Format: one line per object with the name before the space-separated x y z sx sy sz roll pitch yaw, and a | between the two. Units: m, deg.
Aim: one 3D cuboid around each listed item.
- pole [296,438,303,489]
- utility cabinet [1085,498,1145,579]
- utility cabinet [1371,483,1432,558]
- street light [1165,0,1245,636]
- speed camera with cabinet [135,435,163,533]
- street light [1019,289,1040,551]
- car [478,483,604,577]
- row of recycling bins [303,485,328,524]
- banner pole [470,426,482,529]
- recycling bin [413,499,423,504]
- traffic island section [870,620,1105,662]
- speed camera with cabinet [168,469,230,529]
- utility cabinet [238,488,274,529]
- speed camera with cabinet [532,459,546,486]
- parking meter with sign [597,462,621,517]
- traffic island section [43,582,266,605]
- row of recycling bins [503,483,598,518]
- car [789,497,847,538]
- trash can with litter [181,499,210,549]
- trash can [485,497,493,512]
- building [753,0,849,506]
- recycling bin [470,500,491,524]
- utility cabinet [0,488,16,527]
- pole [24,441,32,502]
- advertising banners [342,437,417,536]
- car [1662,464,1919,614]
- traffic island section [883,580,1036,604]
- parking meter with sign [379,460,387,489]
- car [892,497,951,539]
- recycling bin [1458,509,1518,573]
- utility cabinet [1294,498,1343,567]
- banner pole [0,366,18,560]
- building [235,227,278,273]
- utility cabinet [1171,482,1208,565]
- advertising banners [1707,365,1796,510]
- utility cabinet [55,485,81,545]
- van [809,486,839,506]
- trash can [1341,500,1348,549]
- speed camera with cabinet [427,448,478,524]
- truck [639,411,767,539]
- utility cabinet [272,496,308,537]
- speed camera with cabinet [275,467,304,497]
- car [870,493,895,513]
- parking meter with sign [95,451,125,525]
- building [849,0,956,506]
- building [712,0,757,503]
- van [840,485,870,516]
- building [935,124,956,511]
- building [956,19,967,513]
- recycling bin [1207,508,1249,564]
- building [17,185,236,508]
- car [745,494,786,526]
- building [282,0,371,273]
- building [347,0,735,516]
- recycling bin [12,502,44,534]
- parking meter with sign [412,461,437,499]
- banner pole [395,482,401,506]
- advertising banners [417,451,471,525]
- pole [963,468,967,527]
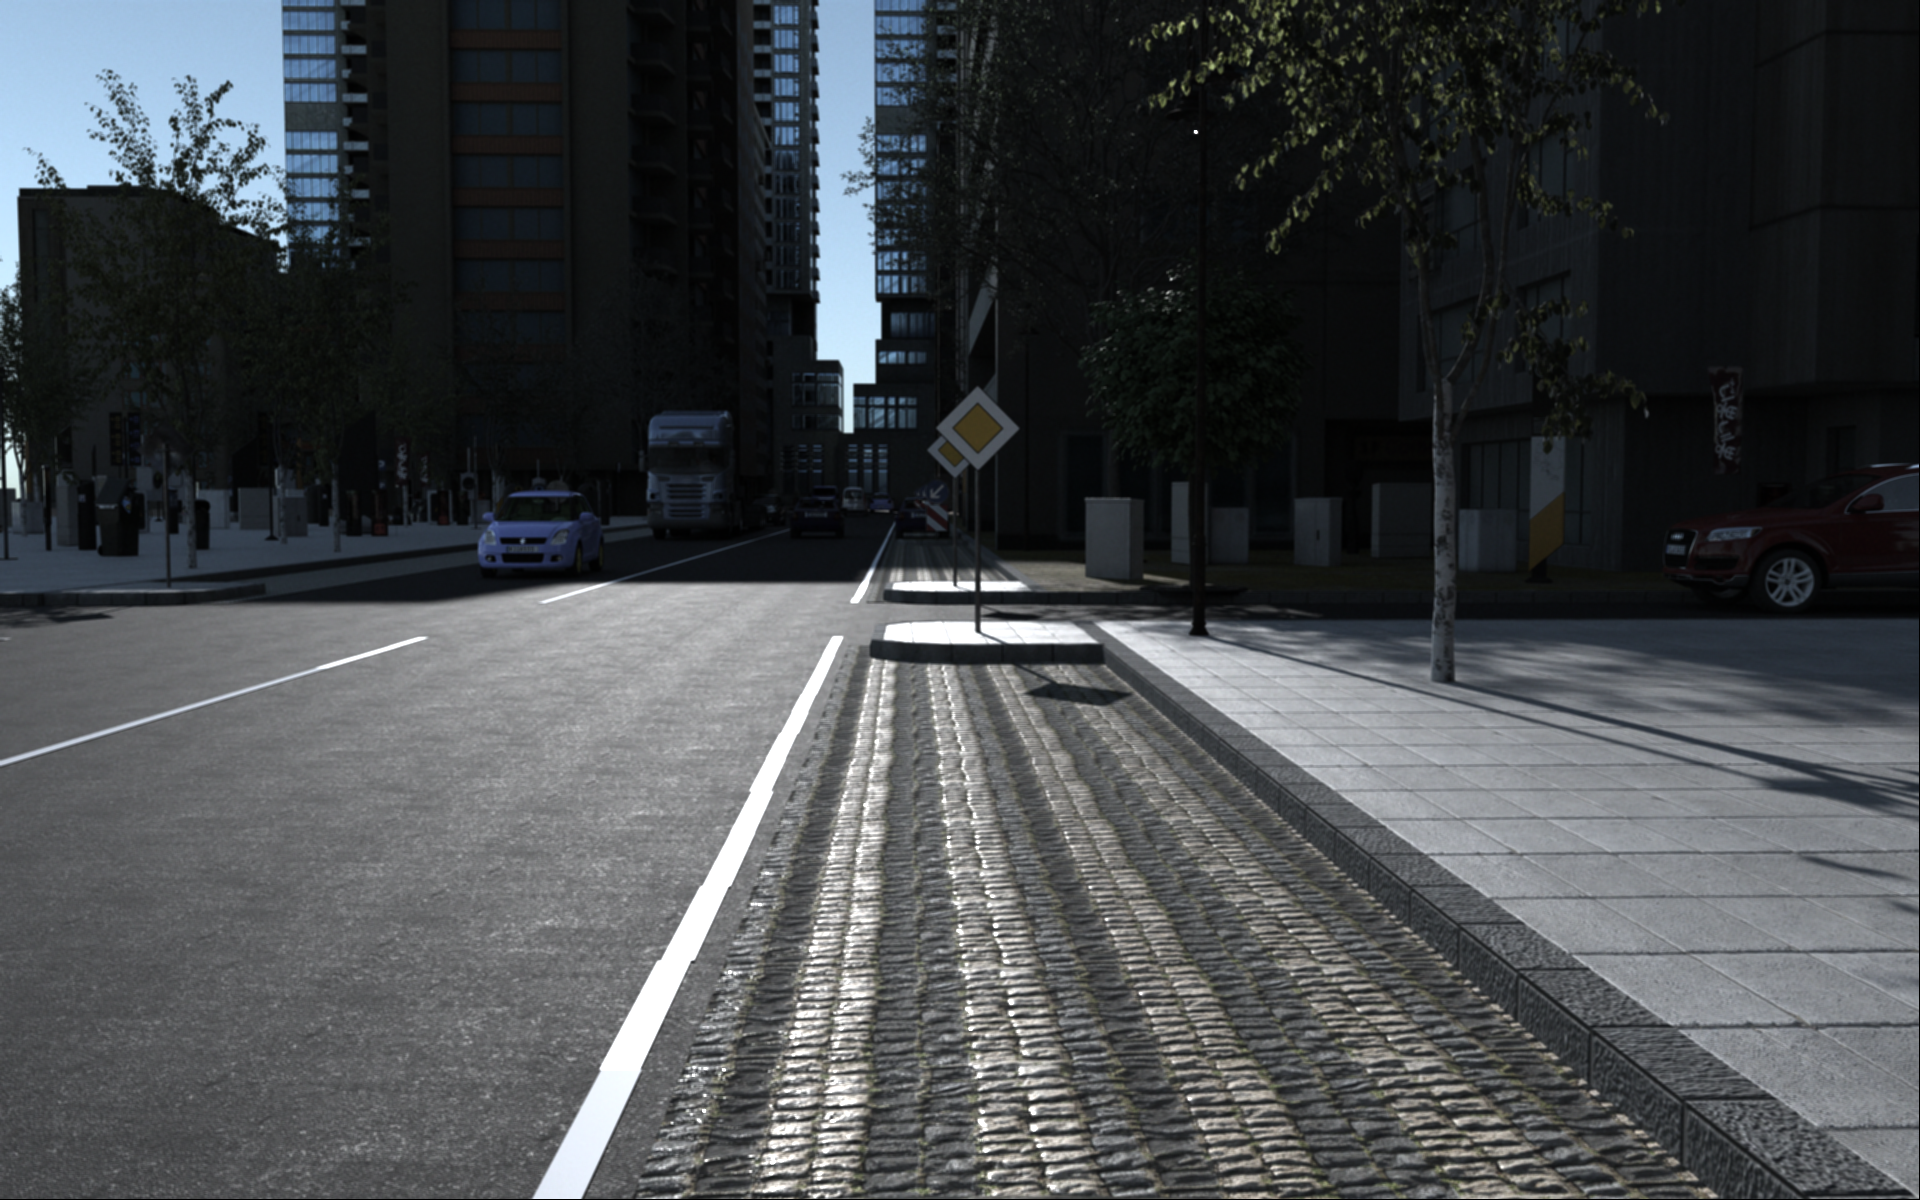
pole | -24.015 -4.230 63.010 0.158 3.312 0.155 0 3 0
utility cabinet | 2.362 -0.936 26.463 0.306 1.237 1.020 -3 4 -38
utility cabinet | 8.822 -1.588 34.647 1.173 1.500 0.318 -1 4 -17
street light | 2.175 -2.618 15.589 0.468 5.910 1.993 0 4 -2
speed camera with cabinet | -27.065 -3.840 57.113 0.660 3.252 2.038 0 4 2
street light | 1.502 -4.046 38.932 0.468 5.910 1.993 0 4 -2
car | -7.445 -1.305 30.932 1.945 1.707 3.694 0 4 -3
row of recycling bins | -28.539 -4.247 76.548 1.069 1.692 3.534 -2 4 -28
banner pole | -17.699 -4.481 63.276 0.401 3.779 0.863 -1 4 -20
recycling bin | -26.253 -4.322 83.219 0.722 1.027 0.722 0 4 -4
traffic island section | 0.186 0.377 16.114 2.009 0.180 2.903 0 4 -2
speed camera with cabinet | -28.209 -4.270 64.149 2.038 3.252 0.660 -1 4 -9
utility cabinet | -25.319 -3.283 62.352 1.173 1.500 0.318 -2 4 -31
speed camera with cabinet | -23.221 -6.367 98.441 2.038 3.252 0.660 0 4 1
parking meter with sign | -19.660 -6.081 95.691 1.738 3.016 0.543 0 4 8
traffic island section | -10.885 -0.092 23.784 2.009 0.180 2.903 0 4 -2
row of recycling bins | -15.501 -3.578 65.613 3.534 1.692 1.069 -1 4 -11
car | -4.715 -2.745 57.462 1.945 1.354 3.894 0 4 -3
trash can with litter | -17.775 -1.767 40.283 0.624 1.170 1.055 -2 4 -26
trash can | -24.058 -4.723 88.875 0.748 1.137 0.748 0 3 0
building | -28.653 -53.730 191.152 31.000 86.520 22.319 0 4 -2
recycling bin | -20.678 -3.801 74.695 0.722 1.027 0.722 0 4 -4
utility cabinet | -37.301 -3.579 67.203 0.318 1.500 1.173 3 4 37
pole | -36.023 -4.474 66.997 0.158 3.312 0.155 0 3 0
advertising banners | -17.729 -3.459 52.740 2.074 3.025 0.090 0 4 -7
car | 11.519 -0.790 21.585 5.304 1.827 2.281 0 4 0
traffic island section | -0.048 -0.111 24.096 2.009 0.180 2.903 0 4 -2
parking meter with sign | -29.312 -5.595 87.743 0.543 3.016 1.738 -1 4 -21
car | -1.239 -2.658 56.044 1.945 1.354 3.894 0 4 -3
recycling bin | 8.690 -0.977 28.524 0.722 1.027 0.722 -1 4 -8
utility cabinet | 6.421 -1.221 31.121 0.306 1.237 1.020 -2 4 -27
banner pole | -18.941 -2.683 33.890 0.863 3.779 0.401 0 4 4
building | -82.812 -25.403 187.033 14.107 30.474 14.160 0 4 -2
utility cabinet | 4.179 -1.394 31.477 0.318 1.500 1.173 -1 4 -11
advertising banners | 11.174 -1.683 23.702 2.074 3.025 0.090 0 4 -5
utility cabinet | -22.129 -2.104 43.074 0.318 1.500 1.173 -1 4 -9
van | -10.020 -7.585 128.391 2.240 2.365 5.245 0 4 -2
trash can | 8.319 -1.661 38.810 0.748 1.137 0.748 0 3 0
speed camera with cabinet | -21.540 -4.843 73.512 2.038 3.252 0.660 -1 4 -12
truck | -8.761 -4.404 61.770 2.967 4.110 18.799 0 4 -2
utility cabinet | -20.180 -2.510 52.198 0.306 1.237 1.020 2 4 32
speed camera with cabinet | -23.758 -4.103 61.423 0.660 3.252 2.038 -2 4 -32
car | -5.895 -7.400 130.576 1.945 1.707 3.694 0 3 0
parking meter with sign | -34.880 -4.561 70.841 1.738 3.016 0.543 2 4 29
building | 2.331 -53.789 192.125 31.000 86.520 22.319 0 4 -2
building | -23.427 -29.608 134.203 14.600 45.320 14.200 0 4 -2
van | -6.837 -6.443 112.359 2.013 2.044 4.112 0 4 -1
building | 5.234 -22.418 138.237 14.160 30.474 14.107 0 4 -2
building | 10.249 -35.111 116.068 21.231 58.520 28.212 0 4 -2
recycling bin | 4.923 -1.184 31.919 0.722 1.027 0.722 0 4 2
building | -79.467 -24.118 166.035 14.107 30.474 14.160 0 4 -2
car | -8.848 -4.168 77.934 2.009 1.686 4.222 0 4 0
building | -60.397 -53.682 190.373 31.000 86.520 22.319 0 4 -2
building | -26.550 -27.990 112.256 22.147 44.769 28.867 0 4 -2
recycling bin | -30.180 -2.662 56.076 0.722 1.027 0.722 3 5 39
parking meter with sign | -28.446 -5.917 92.999 1.738 3.016 0.543 -1 4 -13
banner pole | -25.147 -5.349 77.474 0.401 3.779 0.863 -2 4 -32
advertising banners | -21.173 -4.577 71.016 2.074 3.025 0.090 -1 4 -15
pole | 0.208 -4.549 68.224 0.158 3.312 0.155 0 3 0
